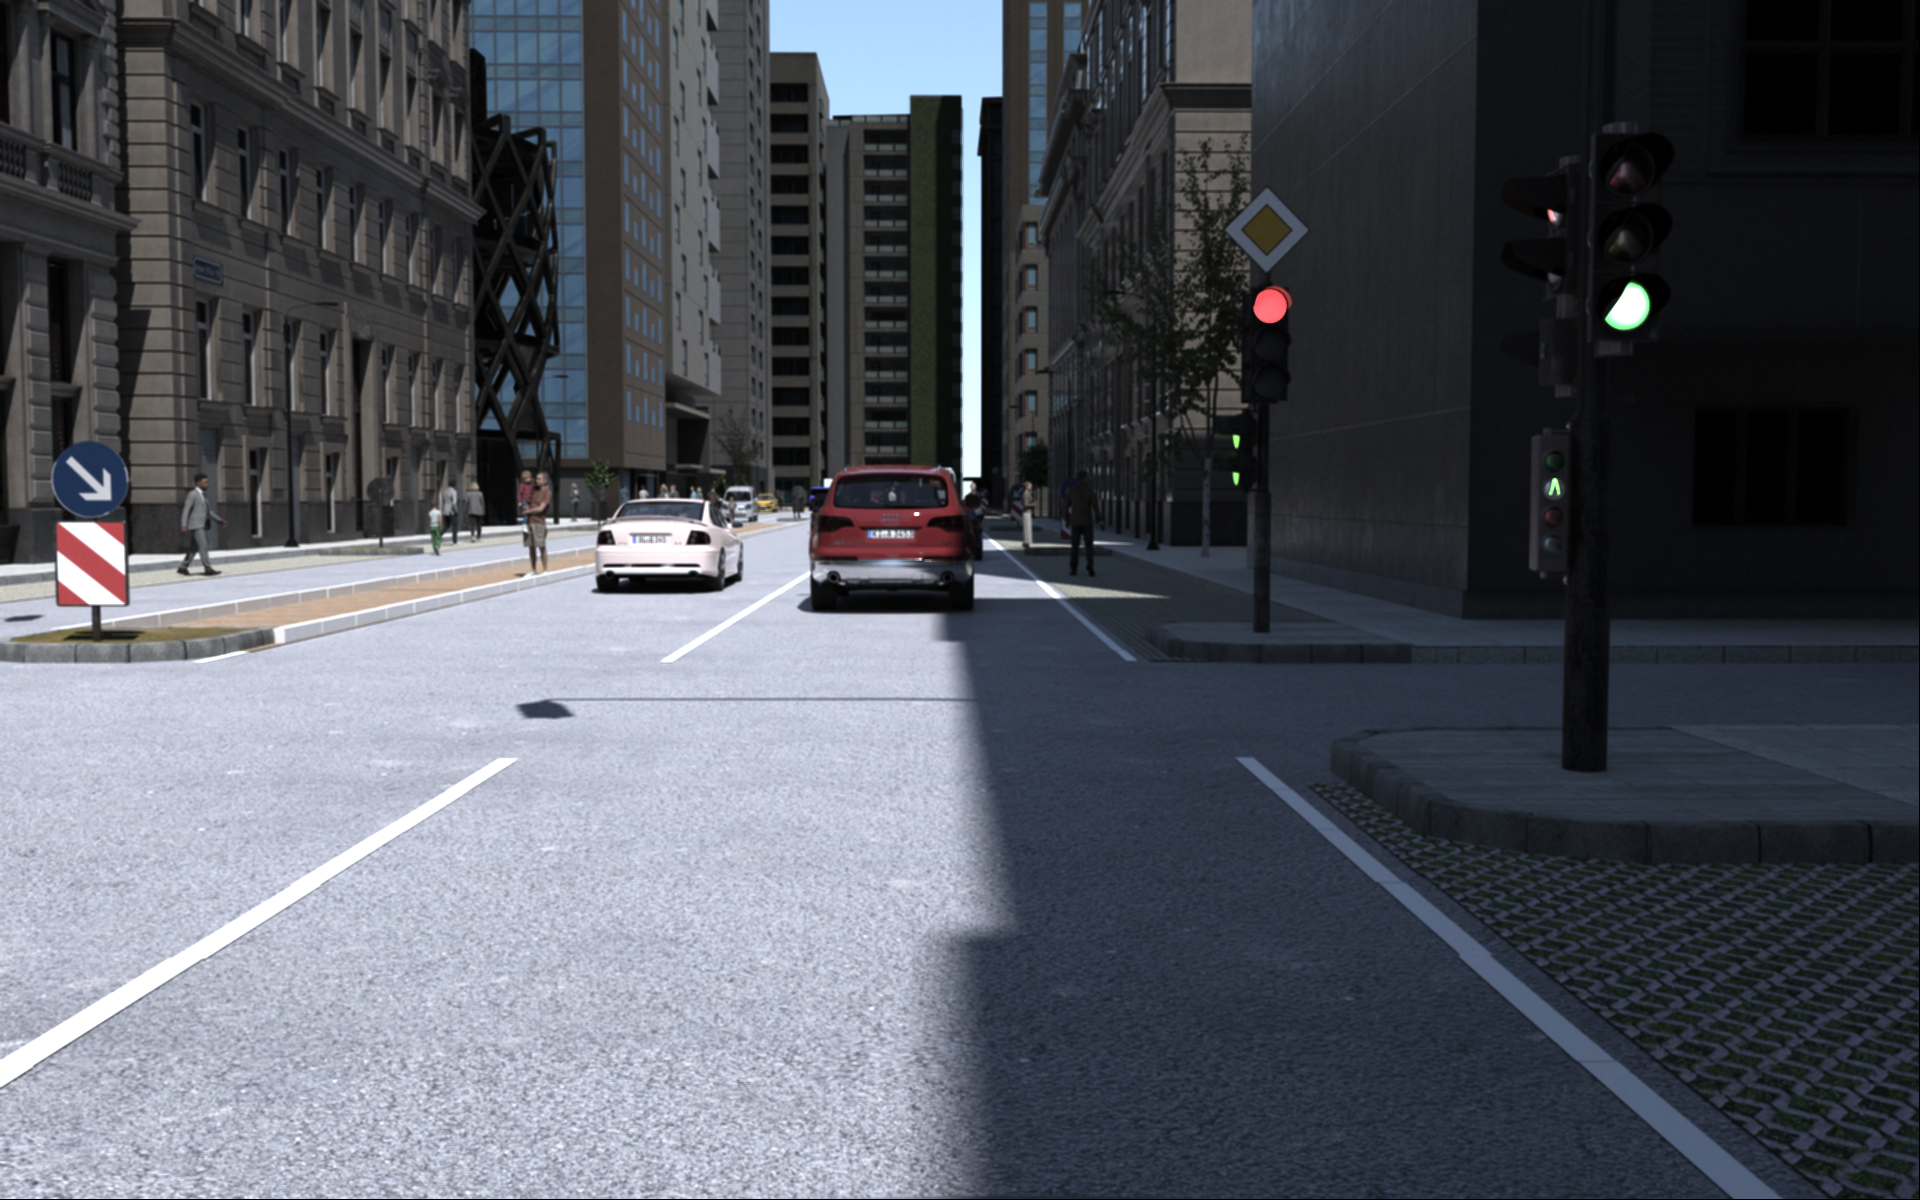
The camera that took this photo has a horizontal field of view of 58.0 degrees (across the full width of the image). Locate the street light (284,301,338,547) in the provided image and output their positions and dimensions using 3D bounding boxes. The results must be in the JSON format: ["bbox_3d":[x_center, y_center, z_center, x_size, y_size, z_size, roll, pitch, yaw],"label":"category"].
[{"bbox_3d":[-15.622,-4.231,41.712,1.470,5.913,1.316,0,4,-1],"label":"street light"}]

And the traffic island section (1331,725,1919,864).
[{"bbox_3d":[2.928,0.867,8.108,2.009,0.180,2.903,0,4,-1],"label":"traffic island section"}]

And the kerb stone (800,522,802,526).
[{"bbox_3d":[-7.301,-3.383,77.513,0.120,0.150,1.000,0,4,-1],"label":"kerb stone"}]

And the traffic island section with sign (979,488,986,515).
[{"bbox_3d":[1.489,-6.691,118.027,1.989,1.847,2.006,0,4,-1],"label":"traffic island section with sign"}]

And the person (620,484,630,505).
[{"bbox_3d":[-17.221,-5.067,88.918,0.581,1.822,0.654,1,4,14],"label":"person"}]

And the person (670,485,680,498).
[{"bbox_3d":[-13.037,-4.315,79.150,0.679,1.850,0.850,3,5,41],"label":"person"}]

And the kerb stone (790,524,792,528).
[{"bbox_3d":[-7.236,-3.066,72.382,0.120,0.150,1.000,0,4,-1],"label":"kerb stone"}]

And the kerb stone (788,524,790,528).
[{"bbox_3d":[-7.220,-3.007,71.353,0.120,0.150,1.000,0,4,-1],"label":"kerb stone"}]

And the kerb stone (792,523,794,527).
[{"bbox_3d":[-7.243,-3.129,73.412,0.120,0.150,1.000,0,4,-1],"label":"kerb stone"}]

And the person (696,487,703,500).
[{"bbox_3d":[-13.706,-5.010,90.594,0.709,1.800,0.728,3,4,37],"label":"person"}]

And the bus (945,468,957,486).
[{"bbox_3d":[-1.651,-8.188,128.733,2.948,3.499,13.247,0,4,-1],"label":"bus"}]

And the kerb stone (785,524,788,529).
[{"bbox_3d":[-7.209,-2.939,70.332,0.120,0.150,1.000,0,4,-1],"label":"kerb stone"}]

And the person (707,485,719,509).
[{"bbox_3d":[-10.458,-3.965,73.297,0.622,1.834,0.822,2,4,25],"label":"person"}]

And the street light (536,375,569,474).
[{"bbox_3d":[-15.921,-5.808,67.503,1.470,5.913,1.316,0,4,-1],"label":"street light"}]

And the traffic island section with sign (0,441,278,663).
[{"bbox_3d":[-7.522,-0.458,15.617,2.006,1.907,1.989,0,4,-1],"label":"traffic island section with sign"}]

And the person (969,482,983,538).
[{"bbox_3d":[0.398,-2.580,51.112,0.576,1.772,0.534,1,4,23],"label":"person"}]

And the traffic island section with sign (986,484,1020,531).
[{"bbox_3d":[2.147,-3.609,67.642,1.989,1.847,2.006,0,4,-1],"label":"traffic island section with sign"}]

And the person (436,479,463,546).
[{"bbox_3d":[-14.068,-2.402,47.618,0.661,1.843,0.795,3,5,42],"label":"person"}]

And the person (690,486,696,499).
[{"bbox_3d":[-13.083,-4.703,85.260,0.748,1.841,0.638,0,4,6],"label":"person"}]

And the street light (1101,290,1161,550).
[{"bbox_3d":[3.888,-4.095,39.501,1.470,5.913,1.316,0,4,-1],"label":"street light"}]

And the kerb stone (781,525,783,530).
[{"bbox_3d":[-7.183,-2.817,68.287,0.120,0.150,1.000,0,4,-1],"label":"kerb stone"}]

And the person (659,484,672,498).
[{"bbox_3d":[-10.682,-3.323,63.014,0.537,1.800,0.526,-2,4,-34],"label":"person"}]

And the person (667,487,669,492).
[{"bbox_3d":[-14.967,-4.900,88.962,0.623,1.781,0.721,1,4,20],"label":"person"}]

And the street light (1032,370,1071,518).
[{"bbox_3d":[3.583,-5.658,65.051,1.470,5.913,1.316,0,4,-1],"label":"street light"}]

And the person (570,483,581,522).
[{"bbox_3d":[-17.857,-4.545,80.532,0.537,1.800,0.526,-2,4,-29],"label":"person"}]

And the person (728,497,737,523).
[{"bbox_3d":[-11.140,-4.404,84.783,0.475,1.303,0.640,0,4,-3],"label":"person"}]

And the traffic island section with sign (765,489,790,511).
[{"bbox_3d":[-15.205,-8.323,144.709,1.989,1.847,2.006,0,4,-1],"label":"traffic island section with sign"}]

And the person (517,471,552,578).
[{"bbox_3d":[-7.255,-1.287,29.510,0.580,1.828,0.573,-1,4,-22],"label":"person"}]

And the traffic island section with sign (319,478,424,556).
[{"bbox_3d":[-13.826,-1.977,40.951,1.989,1.847,2.006,0,4,-1],"label":"traffic island section with sign"}]

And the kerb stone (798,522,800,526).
[{"bbox_3d":[-7.287,-3.321,76.491,0.120,0.150,1.000,0,4,-1],"label":"kerb stone"}]

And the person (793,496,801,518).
[{"bbox_3d":[-9.736,-5.734,103.724,0.593,1.643,0.415,0,4,3],"label":"person"}]

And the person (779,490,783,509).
[{"bbox_3d":[-15.884,-8.894,153.930,0.705,1.823,1.348,0,4,-7],"label":"person"}]

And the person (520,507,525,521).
[{"bbox_3d":[-20.175,-4.538,80.484,0.529,1.795,0.600,-3,5,-41],"label":"person"}]

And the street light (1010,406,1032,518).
[{"bbox_3d":[3.300,-7.254,91.138,1.470,5.913,1.316,0,4,-1],"label":"street light"}]

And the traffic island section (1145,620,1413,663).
[{"bbox_3d":[2.822,0.379,16.092,2.009,0.180,2.903,0,4,-1],"label":"traffic island section"}]

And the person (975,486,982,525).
[{"bbox_3d":[0.730,-4.273,78.330,0.822,1.834,0.622,-2,4,-31],"label":"person"}]

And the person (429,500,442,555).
[{"bbox_3d":[-12.266,-1.698,40.504,0.306,1.304,0.590,-1,4,-13],"label":"person"}]

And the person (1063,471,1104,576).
[{"bbox_3d":[2.157,-1.330,30.154,0.656,1.842,0.836,-1,4,-17],"label":"person"}]

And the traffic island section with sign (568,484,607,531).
[{"bbox_3d":[-14.186,-3.625,67.904,1.989,1.847,2.006,0,4,-1],"label":"traffic island section with sign"}]

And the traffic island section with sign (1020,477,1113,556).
[{"bbox_3d":[2.512,-1.961,40.689,1.989,1.847,2.006,0,4,-1],"label":"traffic island section with sign"}]

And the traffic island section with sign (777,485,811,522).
[{"bbox_3d":[-8.523,-5.053,90.749,2.006,1.907,1.989,0,4,-1],"label":"traffic island section with sign"}]

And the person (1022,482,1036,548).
[{"bbox_3d":[1.798,-2.213,45.237,0.362,1.759,0.519,0,4,-3],"label":"person"}]

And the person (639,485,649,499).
[{"bbox_3d":[-16.544,-5.144,90.709,0.480,1.755,0.524,0,4,-6],"label":"person"}]

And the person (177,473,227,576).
[{"bbox_3d":[-13.261,-1.308,30.167,0.850,1.792,0.678,0,4,1],"label":"person"}]

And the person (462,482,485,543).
[{"bbox_3d":[-14.355,-2.588,50.994,0.709,1.800,0.728,-1,4,-12],"label":"person"}]

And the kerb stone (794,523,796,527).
[{"bbox_3d":[-7.263,-3.194,74.434,0.120,0.150,1.000,0,4,-1],"label":"kerb stone"}]

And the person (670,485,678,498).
[{"bbox_3d":[-10.939,-3.480,65.796,0.834,1.777,0.661,-1,4,-19],"label":"person"}]

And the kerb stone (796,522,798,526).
[{"bbox_3d":[-7.279,-3.255,75.458,0.120,0.150,1.000,0,4,-1],"label":"kerb stone"}]

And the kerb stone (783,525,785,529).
[{"bbox_3d":[-7.204,-2.882,69.309,0.120,0.150,1.000,0,4,-1],"label":"kerb stone"}]
